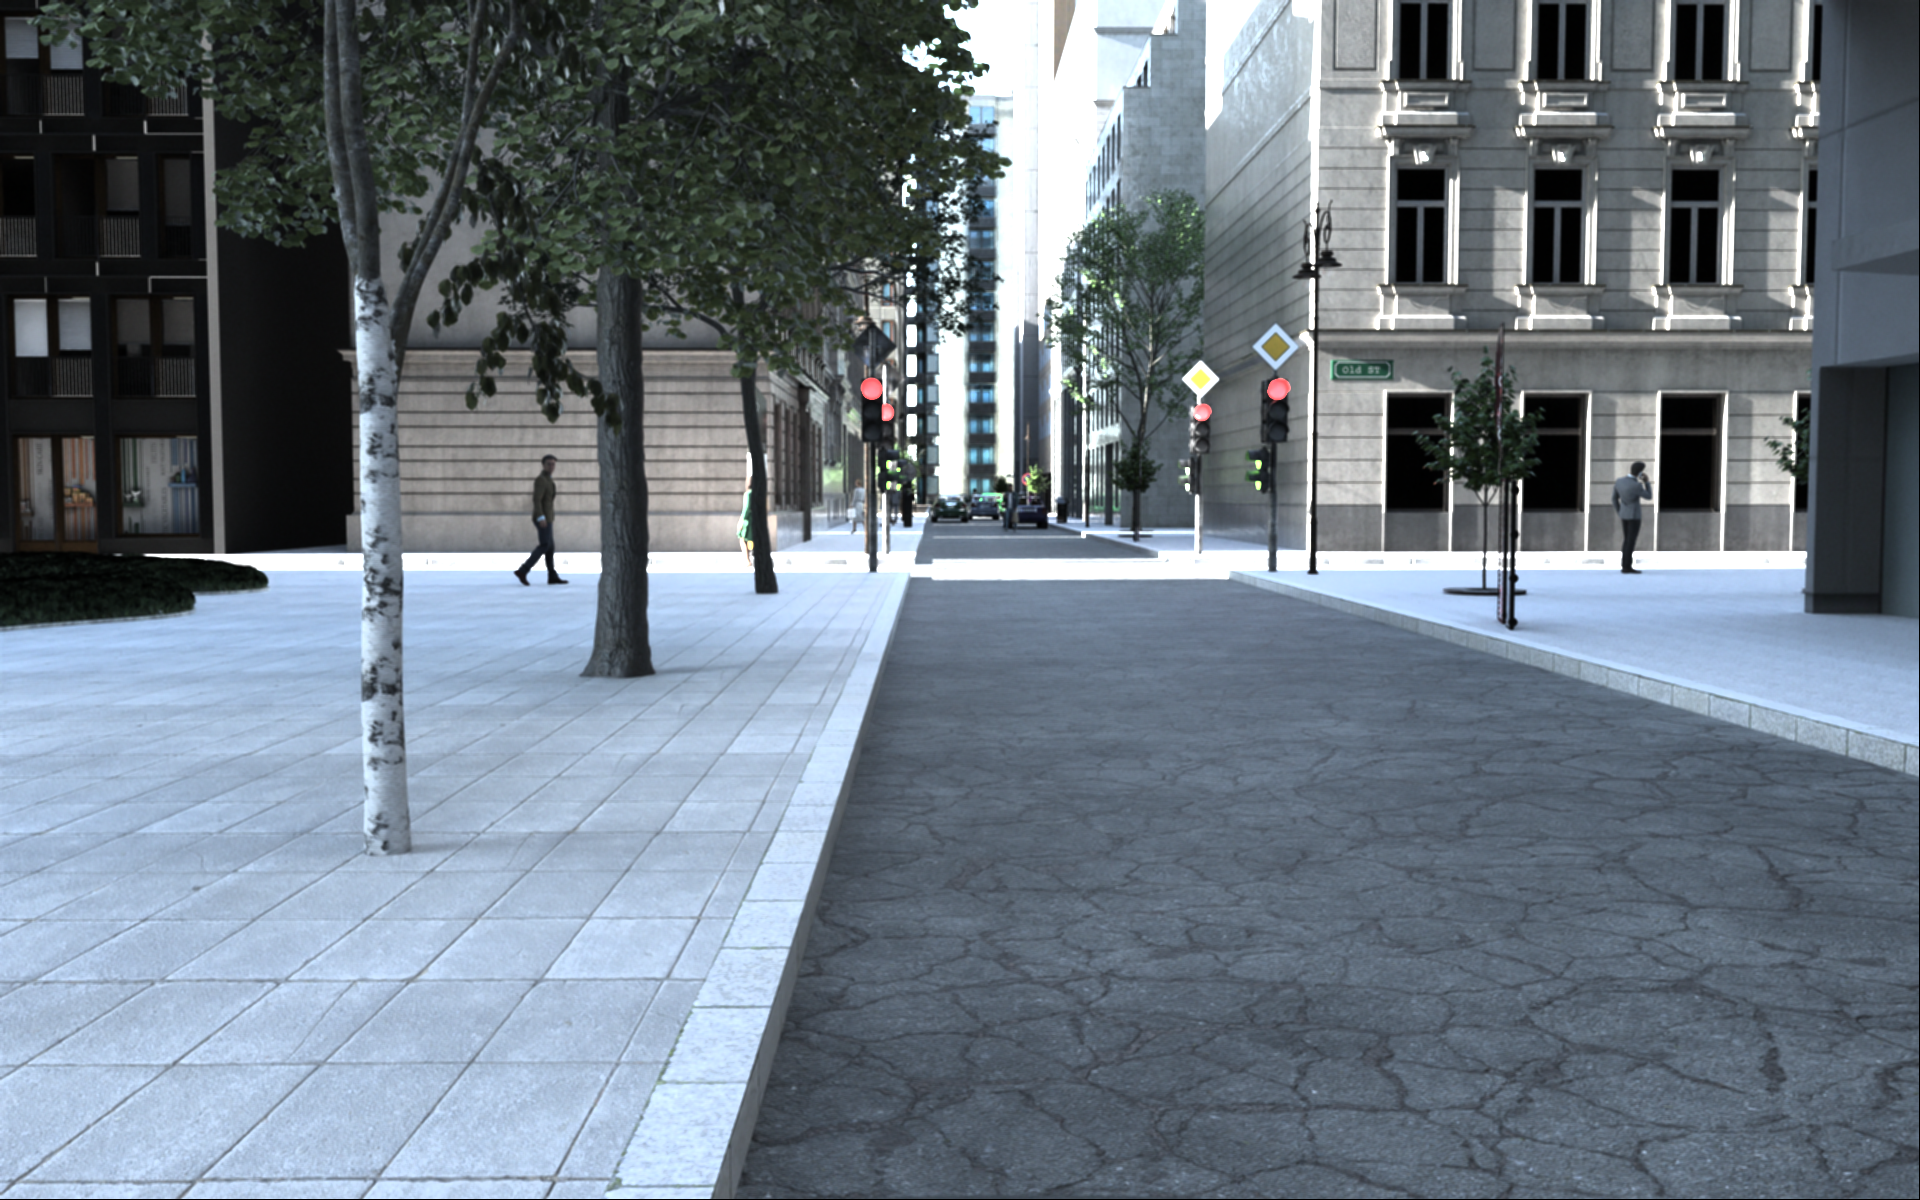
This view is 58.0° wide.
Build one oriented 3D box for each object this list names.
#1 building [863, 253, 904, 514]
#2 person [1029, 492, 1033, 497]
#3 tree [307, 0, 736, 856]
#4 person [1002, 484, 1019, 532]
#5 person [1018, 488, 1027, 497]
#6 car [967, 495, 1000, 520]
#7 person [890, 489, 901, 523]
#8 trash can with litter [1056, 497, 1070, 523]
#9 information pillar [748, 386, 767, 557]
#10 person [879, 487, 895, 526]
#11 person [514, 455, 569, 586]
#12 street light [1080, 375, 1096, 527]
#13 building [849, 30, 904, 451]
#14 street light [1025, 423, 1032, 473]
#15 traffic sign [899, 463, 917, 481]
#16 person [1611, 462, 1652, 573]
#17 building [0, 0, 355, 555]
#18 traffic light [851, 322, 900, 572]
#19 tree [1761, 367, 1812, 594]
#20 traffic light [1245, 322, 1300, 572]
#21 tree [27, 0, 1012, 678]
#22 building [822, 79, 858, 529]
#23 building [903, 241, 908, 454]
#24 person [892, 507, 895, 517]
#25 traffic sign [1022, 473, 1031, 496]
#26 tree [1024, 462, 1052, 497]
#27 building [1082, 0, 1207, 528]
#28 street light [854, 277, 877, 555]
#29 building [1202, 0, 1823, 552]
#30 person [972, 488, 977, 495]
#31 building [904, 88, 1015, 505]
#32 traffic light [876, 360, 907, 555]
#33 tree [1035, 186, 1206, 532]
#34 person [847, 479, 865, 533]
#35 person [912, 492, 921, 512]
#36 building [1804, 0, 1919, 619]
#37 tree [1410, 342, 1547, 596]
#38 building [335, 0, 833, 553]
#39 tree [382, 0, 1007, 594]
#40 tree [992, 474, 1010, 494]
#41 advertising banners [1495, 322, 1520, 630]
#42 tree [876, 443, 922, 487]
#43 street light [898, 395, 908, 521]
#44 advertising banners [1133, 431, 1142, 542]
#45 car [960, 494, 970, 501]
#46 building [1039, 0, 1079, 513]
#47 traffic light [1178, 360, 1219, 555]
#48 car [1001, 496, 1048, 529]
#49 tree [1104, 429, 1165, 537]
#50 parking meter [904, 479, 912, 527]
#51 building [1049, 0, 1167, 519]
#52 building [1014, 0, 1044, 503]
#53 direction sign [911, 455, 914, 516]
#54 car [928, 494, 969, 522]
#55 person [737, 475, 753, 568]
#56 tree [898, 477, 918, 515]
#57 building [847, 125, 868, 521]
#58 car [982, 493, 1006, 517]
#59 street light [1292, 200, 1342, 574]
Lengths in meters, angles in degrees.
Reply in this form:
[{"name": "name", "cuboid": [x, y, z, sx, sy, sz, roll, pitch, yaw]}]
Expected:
[{"name": "building", "cuboid": [-18.189, -17.203, 126.307, 27.650, 21.520, 28.899, 0, 4, -1]}, {"name": "person", "cuboid": [4.752, -6.680, 118.487, 0.599, 1.433, 0.991, -1, 4, -21]}, {"name": "tree", "cuboid": [-1.818, -3.402, 5.987, 4.360, 8.622, 3.978, 0, 3, 0]}, {"name": "person", "cuboid": [1.942, -3.447, 64.850, 0.794, 1.824, 0.713, 2, 4, 33]}, {"name": "person", "cuboid": [4.427, -6.993, 121.102, 1.217, 1.736, 0.721, -1, 4, -19]}, {"name": "car", "cuboid": [1.267, -5.199, 97.010, 2.014, 1.417, 4.499, 0, 4, -2]}, {"name": "person", "cuboid": [-2.936, -4.314, 76.778, 0.606, 1.804, 0.583, -2, 4, -28]}, {"name": "trash can with litter", "cuboid": [4.550, -3.992, 76.655, 0.624, 1.170, 1.055, 0, 4, 6]}, {"name": "information pillar", "cuboid": [-4.157, -2.699, 35.485, 0.183, 3.616, 0.504, 3, 4, 37]}, {"name": "person", "cuboid": [-2.899, -3.863, 69.302, 0.778, 1.811, 0.616, 2, 4, 33]}, {"name": "person", "cuboid": [-5.898, -1.132, 24.466, 0.836, 1.842, 0.656, -3, 4, -37]}, {"name": "street light", "cuboid": [4.949, -5.767, 67.082, 0.468, 5.910, 1.993, 0, 4, -1]}, {"name": "building", "cuboid": [-15.767, -32.234, 150.723, 21.300, 48.544, 21.600, 0, 4, -1]}, {"name": "street light", "cuboid": [4.364, -8.456, 111.044, 0.468, 5.910, 1.993, 0, 4, -1]}, {"name": "traffic sign", "cuboid": [-2.149, -4.333, 70.949, 0.768, 2.556, 0.104, 0, 4, 0]}, {"name": "person", "cuboid": [10.886, -1.336, 28.074, 0.473, 1.802, 0.592, -1, 4, -10]}, {"name": "building", "cuboid": [-23.516, -12.980, 41.894, 15.834, 23.373, 12.332, 0, 4, -1]}, {"name": "traffic light", "cuboid": [-1.412, -2.415, 28.403, 0.839, 4.253, 0.868, 0, 4, -1]}, {"name": "tree", "cuboid": [11.472, -1.693, 22.289, 1.663, 3.219, 1.824, 0, 3, 0]}, {"name": "traffic light", "cuboid": [5.148, -2.422, 28.516, 0.839, 4.253, 0.868, 0, 4, -1]}, {"name": "tree", "cuboid": [-2.584, -5.761, 12.326, 7.486, 12.596, 7.792, 0, 3, 0]}, {"name": "building", "cuboid": [-11.110, -17.137, 67.583, 14.401, 28.519, 23.554, 0, 4, -1]}, {"name": "building", "cuboid": [-12.343, -24.931, 179.325, 14.107, 30.474, 14.160, 0, 4, -1]}, {"name": "person", "cuboid": [-3.635, -5.329, 97.453, 0.394, 1.301, 0.425, 3, 5, 44]}, {"name": "traffic sign", "cuboid": [4.135, -6.429, 105.218, 0.768, 2.556, 0.104, 0, 4, 2]}, {"name": "tree", "cuboid": [4.666, -6.666, 103.585, 1.663, 3.219, 1.824, 0, 3, 0]}, {"name": "building", "cuboid": [11.135, -13.371, 73.371, 10.420, 20.320, 16.860, 0, 4, -1]}, {"name": "street light", "cuboid": [-1.969, -3.904, 36.624, 0.468, 5.910, 1.993, 0, 4, -1]}, {"name": "building", "cuboid": [29.065, -16.448, 45.344, 44.131, 29.872, 17.030, 0, 4, -1]}, {"name": "person", "cuboid": [1.068, -6.885, 121.064, 0.705, 1.824, 1.348, -2, 4, -26]}, {"name": "building", "cuboid": [8.676, -35.947, 207.339, 30.456, 49.044, 23.786, 0, 4, -1]}, {"name": "traffic light", "cuboid": [-1.531, -2.903, 36.387, 0.839, 4.253, 0.868, 0, 4, -1]}, {"name": "tree", "cuboid": [6.143, -8.117, 58.474, 9.928, 11.665, 9.643, 0, 3, 0]}, {"name": "person", "cuboid": [-3.298, -3.061, 56.445, 0.694, 1.780, 0.624, -2, 4, -34]}, {"name": "person", "cuboid": [-3.261, -7.021, 121.358, 1.217, 1.766, 0.721, 0, 4, -5]}, {"name": "building", "cuboid": [20.402, -25.435, 5.097, 28.713, 52.752, 27.495, 0, 4, -1]}, {"name": "tree", "cuboid": [6.631, -1.692, 22.261, 1.663, 3.219, 1.824, 0, 3, 0]}, {"name": "building", "cuboid": [-8.873, -11.125, 46.522, 10.561, 19.102, 19.286, 0, 4, -1]}, {"name": "tree", "cuboid": [-2.832, -5.371, 22.236, 7.601, 10.594, 8.767, 1, 4, 16]}, {"name": "tree", "cuboid": [3.962, -10.415, 164.894, 1.663, 3.219, 1.824, 0, 3, 0]}, {"name": "advertising banners", "cuboid": [5.415, -1.284, 17.185, 0.090, 3.025, 2.074, 1, 4, 13]}, {"name": "tree", "cuboid": [-4.147, -7.732, 110.136, 4.285, 4.588, 4.351, 0, 3, 0]}, {"name": "street light", "cuboid": [-2.693, -6.639, 81.337, 0.468, 5.910, 1.993, 0, 4, -1]}, {"name": "advertising banners", "cuboid": [4.882, -3.138, 47.487, 0.090, 3.025, 2.074, 1, 4, 11]}, {"name": "car", "cuboid": [0.015, -8.382, 148.851, 2.131, 1.459, 4.920, 0, 4, -3]}, {"name": "building", "cuboid": [12.788, -28.698, 119.329, 14.600, 45.320, 14.200, 0, 4, -1]}, {"name": "traffic light", "cuboid": [5.030, -2.910, 36.500, 0.839, 4.253, 0.868, 0, 4, -1]}, {"name": "car", "cuboid": [2.740, -3.705, 73.157, 1.945, 1.354, 3.894, 0, 4, -2]}, {"name": "tree", "cuboid": [5.241, -3.510, 51.983, 1.663, 3.219, 1.824, 0, 3, 0]}, {"name": "parking meter", "cuboid": [-2.029, -3.768, 67.325, 0.255, 1.863, 0.399, -1, 4, -18]}, {"name": "building", "cuboid": [11.535, -19.513, 96.534, 11.434, 29.767, 29.804, 0, 4, -1]}, {"name": "building", "cuboid": [14.924, -36.630, 140.903, 21.231, 58.520, 28.212, 0, 4, -1]}, {"name": "direction sign", "cuboid": [-2.783, -6.571, 99.433, 0.379, 3.537, 0.876, 0, 4, 1]}, {"name": "car", "cuboid": [-0.549, -4.739, 89.287, 2.131, 1.459, 4.920, 0, 4, -2]}, {"name": "person", "cuboid": [-3.905, -1.464, 32.687, 0.529, 1.795, 0.600, 1, 4, 23]}, {"name": "tree", "cuboid": [-3.027, -6.746, 104.905, 1.663, 3.219, 1.824, 0, 3, 0]}, {"name": "building", "cuboid": [-10.441, -15.531, 90.088, 11.583, 22.565, 21.152, 0, 4, -1]}, {"name": "car", "cuboid": [1.988, -6.124, 108.917, 1.959, 1.807, 4.718, 0, 4, 0]}, {"name": "street light", "cuboid": [5.657, -3.352, 27.590, 0.468, 5.910, 1.993, 0, 4, -1]}]
